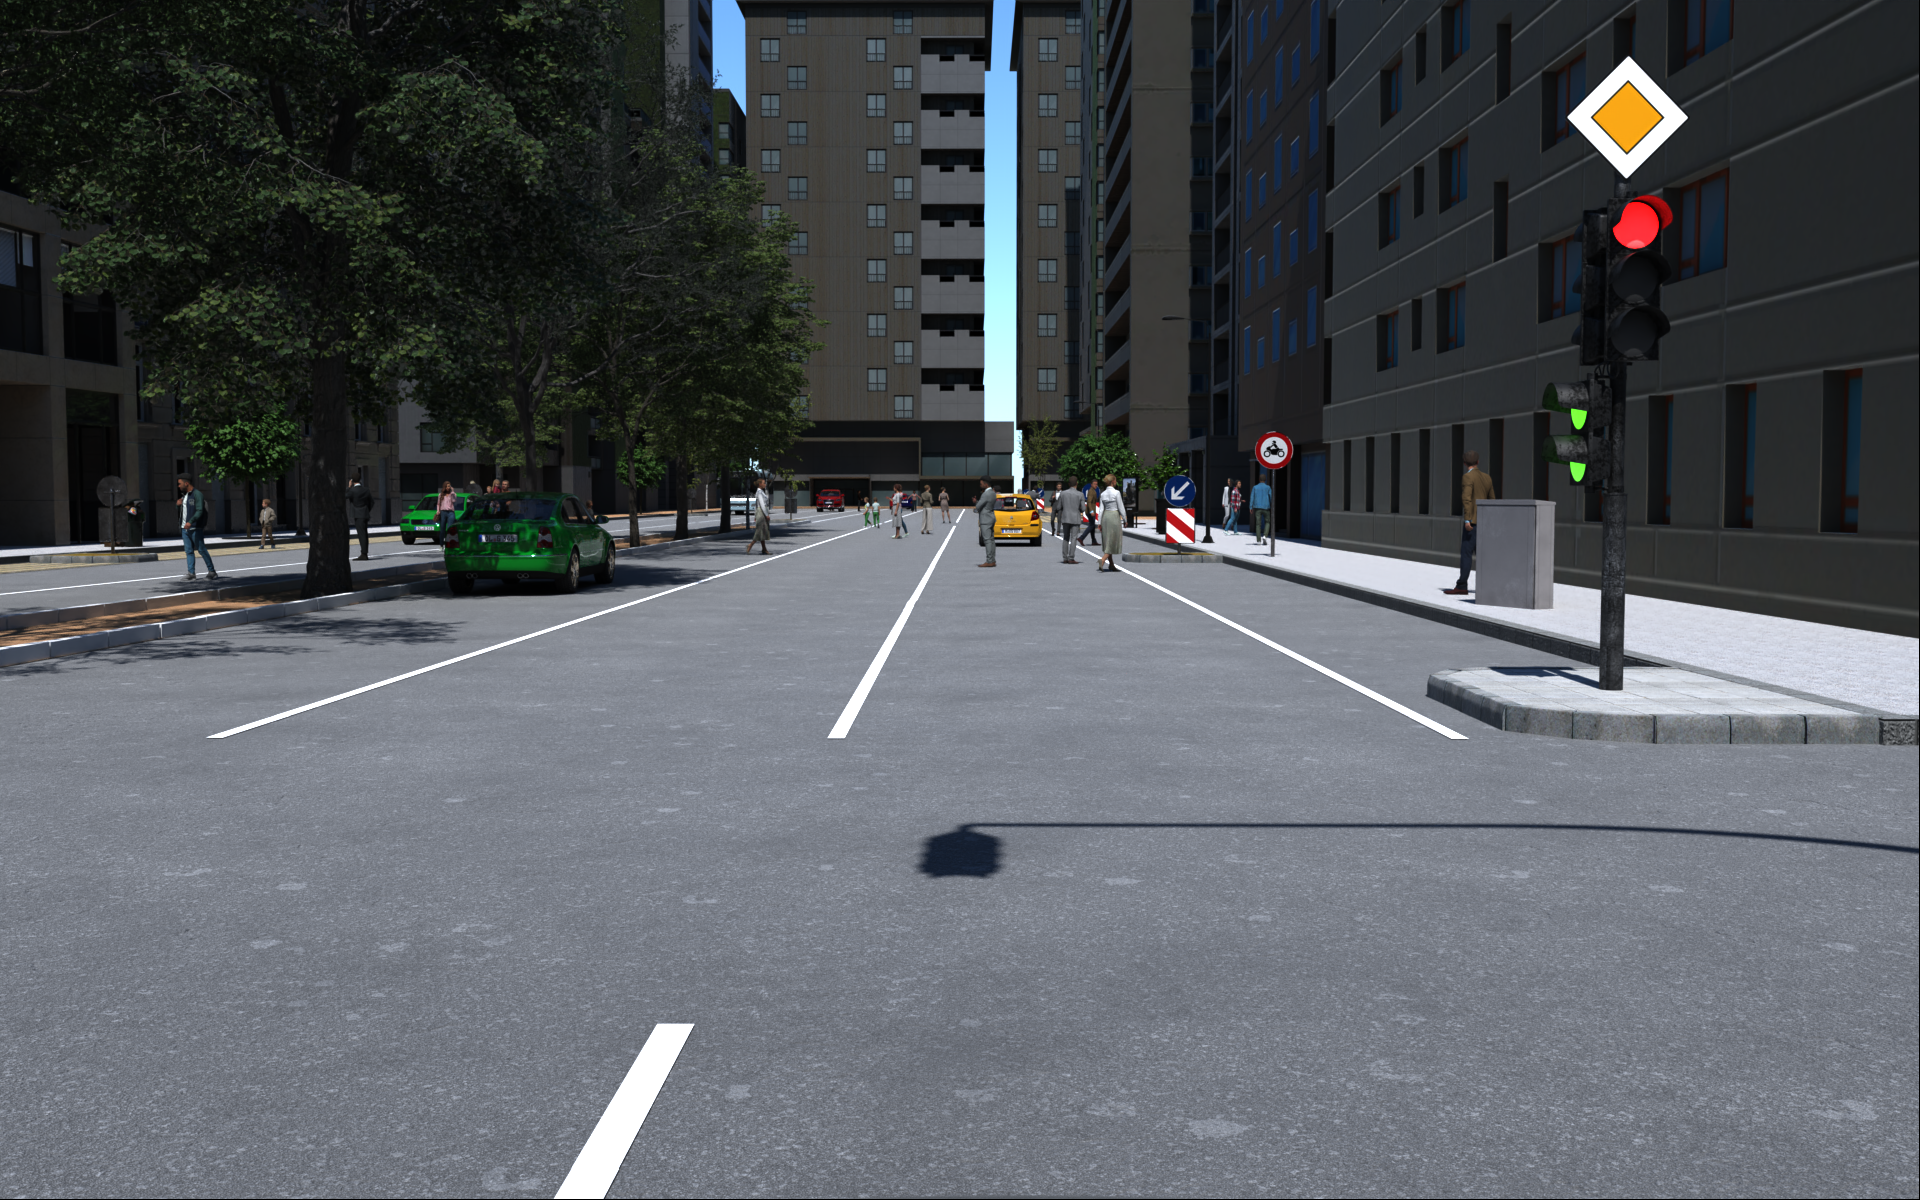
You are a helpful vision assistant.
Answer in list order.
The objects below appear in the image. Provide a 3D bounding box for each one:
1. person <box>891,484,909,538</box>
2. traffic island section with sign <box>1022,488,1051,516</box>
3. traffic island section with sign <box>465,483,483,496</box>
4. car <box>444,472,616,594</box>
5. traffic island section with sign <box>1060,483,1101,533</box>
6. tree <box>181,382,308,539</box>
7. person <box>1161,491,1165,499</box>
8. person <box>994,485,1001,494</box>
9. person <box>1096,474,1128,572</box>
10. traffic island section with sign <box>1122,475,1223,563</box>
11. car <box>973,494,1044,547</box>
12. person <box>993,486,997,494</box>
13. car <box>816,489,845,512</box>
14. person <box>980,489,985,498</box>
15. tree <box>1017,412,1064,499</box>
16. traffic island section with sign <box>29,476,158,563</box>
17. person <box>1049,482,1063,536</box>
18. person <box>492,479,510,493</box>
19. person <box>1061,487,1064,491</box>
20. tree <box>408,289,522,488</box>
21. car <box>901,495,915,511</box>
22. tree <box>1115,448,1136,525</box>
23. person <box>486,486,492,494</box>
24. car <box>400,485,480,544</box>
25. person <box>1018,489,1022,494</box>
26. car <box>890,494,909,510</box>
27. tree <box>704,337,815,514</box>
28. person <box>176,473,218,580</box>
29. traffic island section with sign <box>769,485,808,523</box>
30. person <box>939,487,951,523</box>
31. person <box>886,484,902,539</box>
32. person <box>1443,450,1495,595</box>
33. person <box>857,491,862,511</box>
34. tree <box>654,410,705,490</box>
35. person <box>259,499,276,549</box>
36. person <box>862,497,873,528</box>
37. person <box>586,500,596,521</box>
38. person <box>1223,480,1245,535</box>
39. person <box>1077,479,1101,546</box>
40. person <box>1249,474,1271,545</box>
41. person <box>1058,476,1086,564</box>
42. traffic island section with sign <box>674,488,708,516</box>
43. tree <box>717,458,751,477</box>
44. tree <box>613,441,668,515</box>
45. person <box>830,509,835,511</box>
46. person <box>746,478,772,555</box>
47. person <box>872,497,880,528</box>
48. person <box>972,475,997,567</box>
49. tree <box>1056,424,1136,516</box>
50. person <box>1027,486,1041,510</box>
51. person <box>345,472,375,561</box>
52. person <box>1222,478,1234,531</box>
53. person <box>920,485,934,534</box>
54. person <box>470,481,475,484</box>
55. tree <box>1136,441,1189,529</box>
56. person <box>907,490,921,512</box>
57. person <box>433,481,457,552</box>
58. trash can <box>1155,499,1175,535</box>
[{"bbox_3d":[-1.968,-2.939,57.143,0.643,1.750,0.593,-1,4,-10],"label":"person"},{"bbox_3d":[5.057,-6.400,113.271,1.989,1.847,2.006,0,4,0],"label":"traffic island section with sign"},{"bbox_3d":[-17.926,-3.354,63.473,1.989,1.847,2.006,0,4,0],"label":"traffic island section with sign"},{"bbox_3d":[-6.443,-1.072,26.323,1.959,1.807,4.718,0,4,0],"label":"car"},{"bbox_3d":[4.692,-3.395,64.141,1.989,1.847,2.006,0,4,0],"label":"traffic island section with sign"},{"bbox_3d":[-20.434,-4.029,49.589,4.285,4.588,4.351,0,3,0],"label":"tree"},{"bbox_3d":[9.446,-4.455,78.682,0.655,1.846,0.447,1,4,21],"label":"person"},{"bbox_3d":[1.357,-3.011,58.575,0.643,1.720,0.563,2,4,29],"label":"person"},{"bbox_3d":[2.739,-1.408,31.746,0.641,1.798,0.478,-3,4,-37],"label":"person"},{"bbox_3d":[4.489,-1.730,36.914,1.989,1.847,2.006,0,4,0],"label":"traffic island section with sign"},{"bbox_3d":[1.387,-2.355,48.723,2.015,1.641,3.980,0,4,0],"label":"car"},{"bbox_3d":[1.510,-4.201,77.360,0.511,1.800,0.466,0,4,-1],"label":"person"},{"bbox_3d":[-10.417,-8.008,139.596,2.281,1.827,5.304,0,4,-1],"label":"car"},{"bbox_3d":[1.544,-6.560,115.386,0.705,1.869,1.348,1,4,14],"label":"person"},{"bbox_3d":[7.155,-12.493,154.626,4.737,8.622,4.395,0,3,0],"label":"tree"},{"bbox_3d":[-18.134,-1.706,36.518,1.989,1.847,2.006,0,4,0],"label":"traffic island section with sign"},{"bbox_3d":[3.341,-3.089,58.975,0.622,1.834,0.822,0,4,5],"label":"person"},{"bbox_3d":[-12.528,-2.370,47.224,0.573,1.828,0.580,2,4,30],"label":"person"},{"bbox_3d":[7.336,-7.316,125.664,0.705,1.822,1.348,2,4,30],"label":"person"},{"bbox_3d":[-21.536,-9.885,79.744,7.486,12.596,7.792,0,3,0],"label":"tree"},{"bbox_3d":[-4.788,-8.331,148.797,1.945,1.354,3.894,0,4,0],"label":"car"},{"bbox_3d":[7.251,-4.814,73.316,1.663,3.219,1.824,0,3,0],"label":"tree"},{"bbox_3d":[-18.669,-3.605,68.109,0.731,1.740,0.598,-3,5,-41],"label":"person"},{"bbox_3d":[-14.954,-2.563,50.702,1.959,1.807,4.718,0,4,0],"label":"car"},{"bbox_3d":[3.164,-5.231,94.765,0.721,1.736,1.217,0,4,-6],"label":"person"},{"bbox_3d":[-5.572,-9.317,161.377,2.155,1.783,4.494,0,4,1],"label":"car"},{"bbox_3d":[-8.143,-7.359,73.142,4.737,8.622,4.395,0,3,0],"label":"tree"},{"bbox_3d":[-12.745,-1.218,28.762,0.623,1.781,0.721,2,4,25],"label":"person"},{"bbox_3d":[-8.495,-4.779,86.267,2.006,1.907,1.989,0,4,0],"label":"traffic island section with sign"},{"bbox_3d":[-0.740,-4.646,84.800,0.599,1.781,0.374,0,4,2],"label":"person"},{"bbox_3d":[-2.117,-2.846,55.601,0.524,1.755,0.480,0,4,-8],"label":"person"},{"bbox_3d":[6.612,-0.986,22.076,0.836,1.842,0.656,1,4,17],"label":"person"},{"bbox_3d":[-8.278,-8.207,143.500,0.721,1.723,1.217,-1,4,-16],"label":"person"},{"bbox_3d":[-20.238,-10.804,127.005,4.737,8.622,4.395,0,3,0],"label":"tree"},{"bbox_3d":[-17.950,-1.966,44.909,0.475,1.303,0.640,0,4,4],"label":"person"},{"bbox_3d":[-3.910,-3.706,73.340,0.590,1.304,0.306,-3,5,-43],"label":"person"},{"bbox_3d":[-11.244,-2.421,52.756,0.373,1.253,0.362,1,4,23],"label":"person"},{"bbox_3d":[8.540,-2.875,53.884,0.643,1.720,0.563,1,4,18],"label":"person"},{"bbox_3d":[3.611,-2.413,47.870,0.836,1.842,0.656,-2,4,-29],"label":"person"},{"bbox_3d":[7.563,-2.263,43.386,0.601,1.785,0.444,1,4,15],"label":"person"},{"bbox_3d":[2.329,-1.647,35.627,0.606,1.804,0.583,1,4,17],"label":"person"},{"bbox_3d":[-17.570,-6.402,113.300,1.989,1.847,2.006,0,4,0],"label":"traffic island section with sign"},{"bbox_3d":[-19.933,-10.435,154.326,4.285,4.588,4.351,0,3,0],"label":"tree"},{"bbox_3d":[-19.923,-7.610,108.137,4.285,4.588,4.351,0,3,0],"label":"tree"},{"bbox_3d":[-10.897,-8.486,147.263,1.348,1.823,0.705,-3,4,-37],"label":"person"},{"bbox_3d":[-4.745,-1.961,40.781,0.641,1.798,0.478,0,4,1],"label":"person"},{"bbox_3d":[-3.507,-3.652,72.465,0.306,1.304,0.590,-1,4,-14],"label":"person"},{"bbox_3d":[0.478,-1.553,34.065,0.466,1.800,0.511,0,4,7],"label":"person"},{"bbox_3d":[6.814,-5.969,81.314,4.285,4.588,4.351,0,3,0],"label":"tree"},{"bbox_3d":[3.203,-4.115,75.965,0.592,1.802,0.473,2,4,34],"label":"person"},{"bbox_3d":[-12.983,-1.803,37.344,0.474,1.900,0.648,1,4,16],"label":"person"},{"bbox_3d":[9.499,-3.367,60.970,0.514,1.842,0.818,-1,4,-13],"label":"person"},{"bbox_3d":[-1.147,-3.229,61.835,0.519,1.759,0.362,2,4,33],"label":"person"},{"bbox_3d":[-20.569,-4.120,73.290,0.818,1.842,0.514,-2,4,-29],"label":"person"},{"bbox_3d":[7.483,-4.188,63.069,1.663,3.219,1.824,0,3,0],"label":"tree"},{"bbox_3d":[-3.643,-7.898,138.336,1.217,1.736,0.721,0,4,-4],"label":"person"},{"bbox_3d":[-12.766,-2.072,42.974,0.593,1.750,0.643,-1,4,-8],"label":"person"},{"bbox_3d":[6.542,-2.655,55.055,0.748,1.137,0.748,0,3,0],"label":"trash can"}]
